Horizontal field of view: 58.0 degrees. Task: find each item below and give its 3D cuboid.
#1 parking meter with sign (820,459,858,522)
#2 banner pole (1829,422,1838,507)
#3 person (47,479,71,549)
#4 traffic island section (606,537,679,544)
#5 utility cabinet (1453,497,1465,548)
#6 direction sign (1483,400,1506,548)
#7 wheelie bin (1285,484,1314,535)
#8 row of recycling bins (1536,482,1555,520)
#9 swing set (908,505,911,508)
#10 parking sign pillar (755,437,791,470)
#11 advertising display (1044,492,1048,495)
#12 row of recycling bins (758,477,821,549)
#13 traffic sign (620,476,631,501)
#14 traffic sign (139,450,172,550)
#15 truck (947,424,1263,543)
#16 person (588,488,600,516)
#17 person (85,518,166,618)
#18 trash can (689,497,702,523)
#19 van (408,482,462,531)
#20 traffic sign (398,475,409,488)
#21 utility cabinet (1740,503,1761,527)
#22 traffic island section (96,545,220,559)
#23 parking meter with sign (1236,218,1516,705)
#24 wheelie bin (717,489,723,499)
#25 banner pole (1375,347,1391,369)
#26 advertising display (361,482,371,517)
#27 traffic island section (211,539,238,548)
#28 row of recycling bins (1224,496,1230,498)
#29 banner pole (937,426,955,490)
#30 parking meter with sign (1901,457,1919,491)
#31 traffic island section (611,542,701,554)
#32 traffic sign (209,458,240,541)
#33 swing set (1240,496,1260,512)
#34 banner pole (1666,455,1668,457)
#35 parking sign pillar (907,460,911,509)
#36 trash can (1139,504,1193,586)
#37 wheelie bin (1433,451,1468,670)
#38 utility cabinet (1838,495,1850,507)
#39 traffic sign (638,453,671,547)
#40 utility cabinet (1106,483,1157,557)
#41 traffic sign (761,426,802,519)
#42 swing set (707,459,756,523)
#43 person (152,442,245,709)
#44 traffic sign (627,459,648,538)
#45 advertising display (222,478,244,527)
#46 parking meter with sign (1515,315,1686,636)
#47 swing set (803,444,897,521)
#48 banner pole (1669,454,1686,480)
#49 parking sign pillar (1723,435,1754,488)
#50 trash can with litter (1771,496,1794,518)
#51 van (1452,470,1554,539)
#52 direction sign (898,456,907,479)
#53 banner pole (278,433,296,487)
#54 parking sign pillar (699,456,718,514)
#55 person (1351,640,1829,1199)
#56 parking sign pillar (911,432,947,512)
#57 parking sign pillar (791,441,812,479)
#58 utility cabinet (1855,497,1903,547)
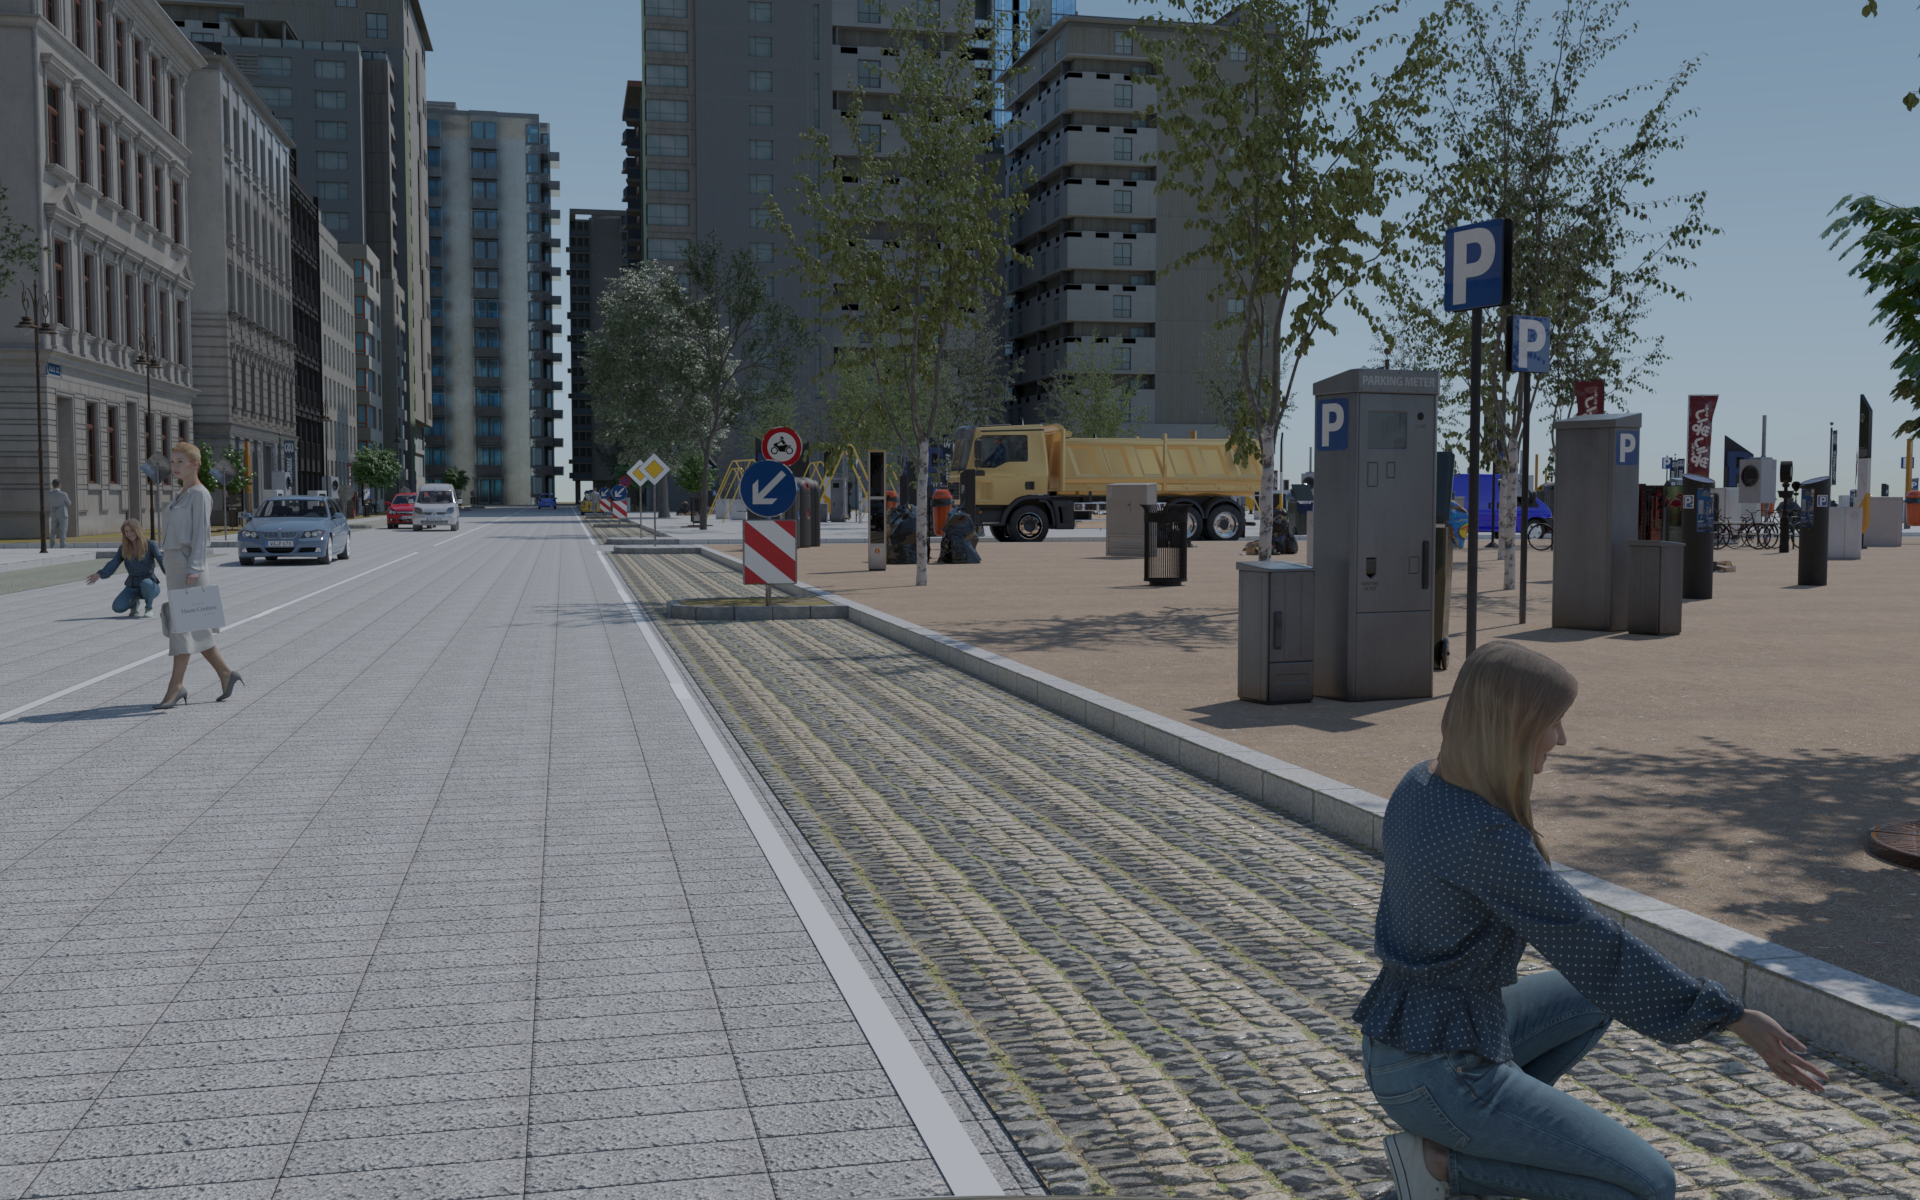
[{"bbox_3d":[-5.558,-5.069,79.145,1.738,3.016,0.543,0,4,8],"label":"parking meter with sign"},{"bbox_3d":[30.141,-4.271,59.841,0.401,3.779,0.863,1,4,10],"label":"banner pole"},{"bbox_3d":[-21.903,-2.047,42.157,0.511,1.800,0.466,-1,4,-8],"label":"person"},{"bbox_3d":[-9.218,-1.706,50.169,2.009,0.180,2.903,-1,4,-13],"label":"traffic island section"},{"bbox_3d":[11.469,-1.842,41.285,1.020,1.237,0.306,0,4,-3],"label":"utility cabinet"},{"bbox_3d":[12.803,-3.029,41.529,0.876,3.537,0.379,-3,5,-39],"label":"direction sign"},{"bbox_3d":[10.662,-2.845,54.430,0.980,1.594,0.693,-1,4,-18],"label":"wheelie bin"},{"bbox_3d":[19.909,-3.095,57.711,1.069,1.692,3.534,1,4,10],"label":"row of recycling bins"},{"bbox_3d":[-3.980,-5.795,92.362,2.862,2.851,3.119,-1,4,-10],"label":"swing set"},{"bbox_3d":[-8.995,-5.714,81.890,1.447,3.967,1.447,-1,4,-18],"label":"parking sign pillar"},{"bbox_3d":[3.670,-3.750,66.518,0.974,1.923,0.123,-1,4,-22],"label":"advertising display"},{"bbox_3d":[-4.052,-2.070,40.955,1.069,1.692,3.534,0,4,7],"label":"row of recycling bins"},{"bbox_3d":[-23.466,-7.421,121.447,0.768,2.556,0.104,0,4,-7],"label":"traffic sign"},{"bbox_3d":[-18.427,-2.213,39.826,0.795,2.450,0.064,-1,4,-13],"label":"traffic sign"},{"bbox_3d":[3.717,-3.260,49.223,9.791,3.379,3.469,-1,4,-12],"label":"truck"},{"bbox_3d":[-22.889,-6.104,108.422,0.709,1.813,0.853,-3,5,-40],"label":"person"},{"bbox_3d":[-9.489,-0.374,20.111,1.012,1.151,0.738,0,4,-5],"label":"person"},{"bbox_3d":[-11.545,-3.945,76.149,0.748,1.137,0.748,0,3,0],"label":"trash can"},{"bbox_3d":[-20.543,-3.724,67.898,2.013,2.044,4.112,-1,4,-15],"label":"van"},{"bbox_3d":[-38.666,-7.353,120.222,0.884,2.594,0.081,0,4,-8],"label":"traffic sign"},{"bbox_3d":[30.371,-3.556,66.813,0.318,1.500,1.173,-1,4,-20],"label":"utility cabinet"},{"bbox_3d":[-18.448,-1.077,39.883,2.009,0.180,2.903,-1,4,-13],"label":"traffic island section"},{"bbox_3d":[2.586,-0.895,10.888,1.738,3.016,0.543,-2,4,-25],"label":"parking meter with sign"},{"bbox_3d":[-15.798,-6.366,111.994,0.980,1.594,0.693,2,4,31],"label":"wheelie bin"},{"bbox_3d":[7.279,-2.439,29.894,0.401,3.779,0.863,0,4,-4],"label":"banner pole"},{"bbox_3d":[-33.118,-5.588,96.570,0.123,1.923,0.974,0,4,3],"label":"advertising display"},{"bbox_3d":[-20.227,-1.553,47.668,2.009,0.180,2.903,-1,4,-13],"label":"traffic island section"},{"bbox_3d":[19.793,-7.383,127.824,1.069,1.692,3.534,1,4,22],"label":"row of recycling bins"},{"bbox_3d":[-0.565,-4.513,63.799,0.863,3.779,0.401,0,4,7],"label":"banner pole"},{"bbox_3d":[44.316,-5.163,80.676,0.543,3.016,1.738,1,4,15],"label":"parking meter with sign"},{"bbox_3d":[-7.439,-1.230,42.384,2.009,0.180,2.903,-1,4,-13],"label":"traffic island section"},{"bbox_3d":[-20.206,-2.689,47.611,0.795,2.450,0.064,-1,4,-13],"label":"traffic sign"},{"bbox_3d":[13.646,-5.257,83.568,2.862,2.851,3.119,0,4,-3],"label":"swing set"},{"bbox_3d":[45.731,-7.430,111.494,0.863,3.779,0.401,2,4,29],"label":"banner pole"},{"bbox_3d":[-3.440,-7.989,119.087,1.447,3.967,1.447,2,4,32],"label":"parking sign pillar"},{"bbox_3d":[2.885,-0.773,24.299,0.748,1.137,0.748,0,3,0],"label":"trash can"},{"bbox_3d":[3.308,-0.306,12.904,0.980,1.594,0.693,1,4,21],"label":"wheelie bin"},{"bbox_3d":[52.875,-5.632,103.244,1.020,1.237,0.306,-1,4,-13],"label":"utility cabinet"},{"bbox_3d":[-7.460,-2.364,42.302,0.795,2.450,0.064,-1,4,-13],"label":"traffic sign"},{"bbox_3d":[3.449,-1.610,35.007,0.318,1.500,1.173,-3,4,-38],"label":"utility cabinet"},{"bbox_3d":[-3.363,-1.997,32.753,0.768,2.556,0.104,0,4,-5],"label":"traffic sign"},{"bbox_3d":[-9.944,-4.989,79.194,2.862,2.851,3.119,-2,4,-24],"label":"swing set"},{"bbox_3d":[-5.174,-0.176,11.735,0.624,1.780,0.694,-2,4,-31],"label":"person"},{"bbox_3d":[-9.239,-2.841,50.087,0.795,2.450,0.064,-1,4,-13],"label":"traffic sign"},{"bbox_3d":[-28.369,-3.816,67.603,0.974,1.923,0.123,1,4,22],"label":"advertising display"},{"bbox_3d":[6.013,-1.230,16.373,0.543,3.016,1.738,-2,4,-32],"label":"parking meter with sign"},{"bbox_3d":[-3.700,-3.552,55.690,2.862,2.851,3.119,-1,4,-9],"label":"swing set"},{"bbox_3d":[44.491,-7.174,107.304,0.401,3.779,0.863,-3,5,-42],"label":"banner pole"},{"bbox_3d":[35.629,-5.547,79.162,1.447,3.967,1.447,0,4,2],"label":"parking sign pillar"},{"bbox_3d":[45.015,-5.126,94.864,1.678,1.210,2.233,-3,5,-43],"label":"trash can with litter"},{"bbox_3d":[14.945,-2.867,51.266,5.245,2.365,2.240,-1,4,-13],"label":"van"},{"bbox_3d":[-3.425,-6.804,103.238,0.379,3.537,0.876,3,4,37],"label":"direction sign"},{"bbox_3d":[-27.528,-4.938,70.752,0.401,3.779,0.863,3,5,41],"label":"banner pole"},{"bbox_3d":[-15.935,-7.432,109.983,1.447,3.967,1.447,-3,5,-41],"label":"parking sign pillar"},{"bbox_3d":[1.150,0.643,3.485,0.738,1.151,1.012,0,4,3],"label":"person"},{"bbox_3d":[-1.026,-5.129,72.337,1.447,3.967,1.447,-1,4,-22],"label":"parking sign pillar"},{"bbox_3d":[-8.233,-6.109,88.356,1.447,3.967,1.447,1,4,16],"label":"parking sign pillar"},{"bbox_3d":[22.543,-1.918,42.529,1.020,1.237,0.306,1,4,17],"label":"utility cabinet"}]
